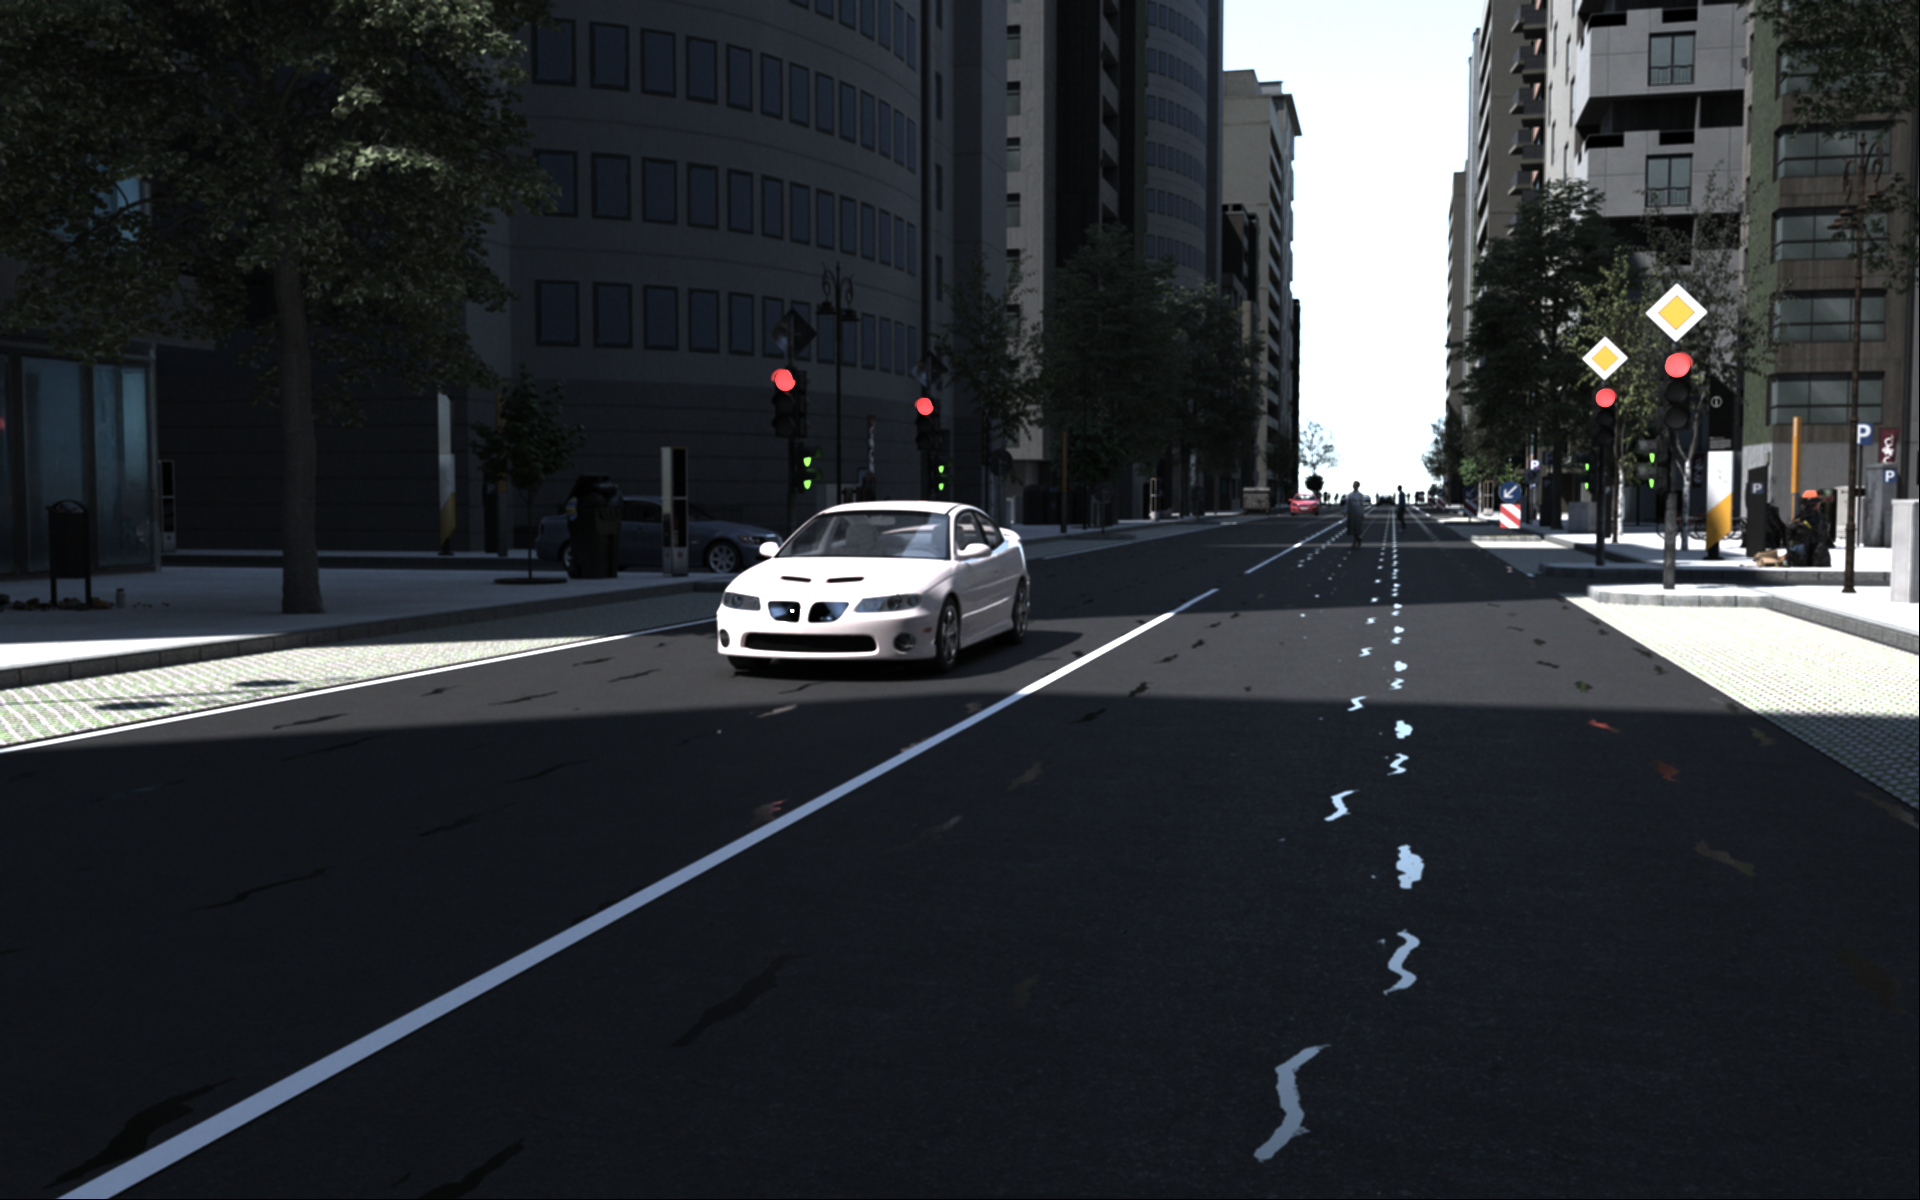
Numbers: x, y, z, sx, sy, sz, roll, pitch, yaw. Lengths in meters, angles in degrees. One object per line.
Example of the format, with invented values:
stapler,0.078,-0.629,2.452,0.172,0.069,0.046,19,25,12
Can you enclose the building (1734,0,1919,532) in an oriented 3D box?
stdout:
building,33.657,-17.504,57.886,14.160,30.474,14.107,1,4,14

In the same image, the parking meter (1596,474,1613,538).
parking meter,18.747,-2.731,50.371,0.399,1.863,0.255,-2,4,-23

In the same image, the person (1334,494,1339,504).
person,52.417,-14.037,241.239,0.697,1.427,0.421,1,4,22

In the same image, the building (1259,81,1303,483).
building,29.683,-39.087,228.313,28.713,52.752,27.495,1,4,14

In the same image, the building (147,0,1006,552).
building,-11.852,-31.151,51.319,21.231,58.520,28.212,1,4,14

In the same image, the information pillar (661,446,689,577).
information pillar,-4.434,-1.373,26.935,0.304,2.012,0.304,-3,5,-40

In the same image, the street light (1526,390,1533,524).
street light,24.240,-6.174,73.738,0.468,5.910,1.993,1,4,14

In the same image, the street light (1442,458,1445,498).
street light,55.602,-13.846,199.174,0.468,5.910,1.993,1,4,14

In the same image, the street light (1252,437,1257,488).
street light,23.154,-10.045,137.019,0.468,5.910,1.993,1,4,14

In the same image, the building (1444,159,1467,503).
building,79.915,-37.950,244.186,21.300,48.544,21.600,1,4,14

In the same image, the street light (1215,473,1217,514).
street light,16.097,-8.326,108.914,0.468,5.910,1.993,1,4,14

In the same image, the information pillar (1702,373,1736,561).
information pillar,14.661,-2.572,33.413,0.183,3.616,0.504,-3,5,-41

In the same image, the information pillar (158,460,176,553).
information pillar,-17.215,-2.020,37.524,0.304,2.012,0.304,3,5,43

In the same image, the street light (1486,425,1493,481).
street light,31.374,-7.932,102.478,0.468,5.910,1.993,1,4,14

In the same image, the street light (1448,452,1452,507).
street light,50.131,-12.508,177.294,0.468,5.910,1.993,1,4,14

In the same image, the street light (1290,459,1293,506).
street light,36.266,-13.271,189.763,0.468,5.910,1.993,1,4,14

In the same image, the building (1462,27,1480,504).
building,74.660,-41.382,218.586,21.231,58.520,28.212,1,4,14

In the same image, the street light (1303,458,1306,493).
street light,43.373,-15.005,218.115,0.468,5.910,1.993,1,4,14

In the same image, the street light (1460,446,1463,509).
street light,43.132,-10.770,148.871,0.468,5.910,1.993,1,4,14

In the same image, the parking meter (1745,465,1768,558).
parking meter,15.994,-1.779,34.805,0.399,1.863,0.255,2,4,26

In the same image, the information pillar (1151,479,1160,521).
information pillar,9.231,-4.734,81.900,0.304,2.012,0.304,3,5,45

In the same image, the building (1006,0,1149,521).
building,1.434,-19.261,86.620,14.160,30.474,14.107,1,4,14

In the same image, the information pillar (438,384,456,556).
information pillar,-10.675,-2.731,36.002,0.504,3.616,0.183,3,5,43

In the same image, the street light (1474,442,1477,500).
street light,35.885,-9.022,120.298,0.468,5.910,1.993,1,4,14

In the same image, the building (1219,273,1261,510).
building,11.411,-18.830,152.904,27.650,21.520,28.899,1,4,14

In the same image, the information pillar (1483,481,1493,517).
information pillar,30.458,-5.849,100.130,0.304,2.012,0.304,2,4,29

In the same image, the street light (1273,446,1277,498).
street light,30.106,-11.783,165.436,0.468,5.910,1.993,1,4,14

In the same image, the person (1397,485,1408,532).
person,16.865,-3.497,66.018,0.444,1.785,0.601,1,4,15

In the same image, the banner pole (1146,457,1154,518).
banner pole,10.272,-6.335,93.586,0.863,3.779,0.401,-3,4,-36

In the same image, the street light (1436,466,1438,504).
street light,62.615,-15.558,227.153,0.468,5.910,1.993,1,4,14

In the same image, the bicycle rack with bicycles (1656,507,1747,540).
bicycle rack with bicycles,21.428,-2.179,49.012,2.925,0.926,2.852,2,4,30

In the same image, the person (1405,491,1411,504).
person,64.564,-14.728,249.400,0.705,1.812,1.348,-2,4,-29

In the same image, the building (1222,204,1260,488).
building,22.149,-24.515,172.528,14.160,30.474,14.107,1,4,14

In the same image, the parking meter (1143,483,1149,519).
parking meter,9.620,-5.126,89.523,0.255,1.863,0.399,-1,4,-9

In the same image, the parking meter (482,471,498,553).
parking meter,-10.137,-1.951,37.610,0.399,1.863,0.255,1,4,9

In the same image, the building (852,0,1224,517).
building,6.858,-35.568,123.533,21.231,58.520,28.212,1,4,14

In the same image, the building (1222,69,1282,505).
building,26.199,-35.473,203.687,21.300,48.544,21.600,1,4,14

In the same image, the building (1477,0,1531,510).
building,55.441,-32.015,147.152,21.300,48.544,21.600,1,4,14

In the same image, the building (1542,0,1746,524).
building,44.157,-30.342,85.334,28.713,52.752,27.495,1,4,14

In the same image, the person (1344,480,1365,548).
person,10.574,-2.295,46.250,0.641,1.798,0.478,-3,5,-42

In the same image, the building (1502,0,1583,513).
building,50.623,-28.603,122.276,22.147,44.769,28.867,1,4,14

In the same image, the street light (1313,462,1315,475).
street light,50.447,-16.755,246.734,0.468,5.910,1.993,1,4,14

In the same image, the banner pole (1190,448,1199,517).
banner pole,12.923,-6.444,95.370,0.401,3.779,0.863,-2,4,-31

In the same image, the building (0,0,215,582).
building,-27.777,-24.536,20.772,30.456,49.044,23.786,1,4,14

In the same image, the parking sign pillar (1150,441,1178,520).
parking sign pillar,10.343,-6.068,87.681,1.447,3.967,1.447,2,4,25

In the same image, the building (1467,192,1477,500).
building,56.143,-24.110,165.895,14.160,30.474,14.107,1,4,14

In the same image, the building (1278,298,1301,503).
building,41.102,-29.104,247.549,14.160,30.474,14.107,1,4,14
